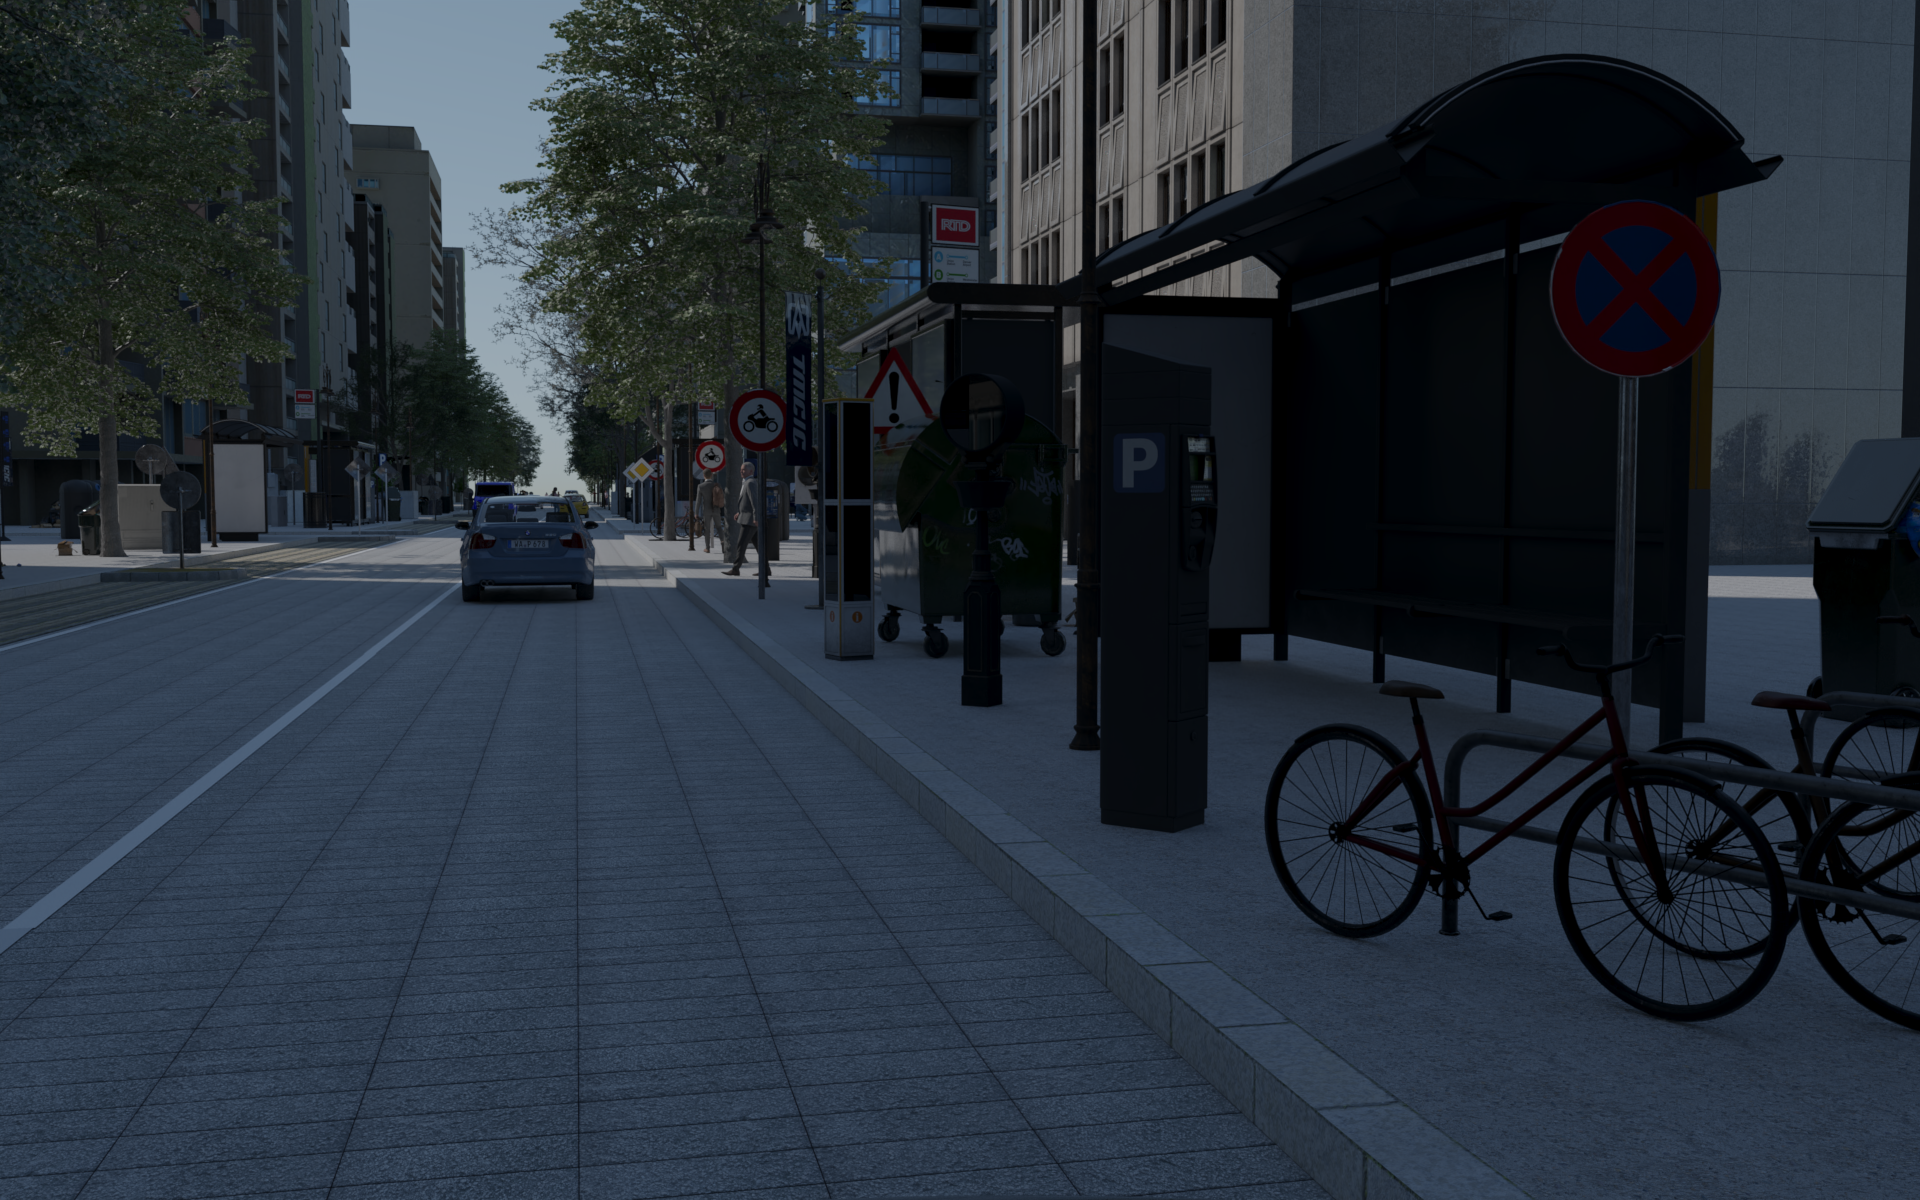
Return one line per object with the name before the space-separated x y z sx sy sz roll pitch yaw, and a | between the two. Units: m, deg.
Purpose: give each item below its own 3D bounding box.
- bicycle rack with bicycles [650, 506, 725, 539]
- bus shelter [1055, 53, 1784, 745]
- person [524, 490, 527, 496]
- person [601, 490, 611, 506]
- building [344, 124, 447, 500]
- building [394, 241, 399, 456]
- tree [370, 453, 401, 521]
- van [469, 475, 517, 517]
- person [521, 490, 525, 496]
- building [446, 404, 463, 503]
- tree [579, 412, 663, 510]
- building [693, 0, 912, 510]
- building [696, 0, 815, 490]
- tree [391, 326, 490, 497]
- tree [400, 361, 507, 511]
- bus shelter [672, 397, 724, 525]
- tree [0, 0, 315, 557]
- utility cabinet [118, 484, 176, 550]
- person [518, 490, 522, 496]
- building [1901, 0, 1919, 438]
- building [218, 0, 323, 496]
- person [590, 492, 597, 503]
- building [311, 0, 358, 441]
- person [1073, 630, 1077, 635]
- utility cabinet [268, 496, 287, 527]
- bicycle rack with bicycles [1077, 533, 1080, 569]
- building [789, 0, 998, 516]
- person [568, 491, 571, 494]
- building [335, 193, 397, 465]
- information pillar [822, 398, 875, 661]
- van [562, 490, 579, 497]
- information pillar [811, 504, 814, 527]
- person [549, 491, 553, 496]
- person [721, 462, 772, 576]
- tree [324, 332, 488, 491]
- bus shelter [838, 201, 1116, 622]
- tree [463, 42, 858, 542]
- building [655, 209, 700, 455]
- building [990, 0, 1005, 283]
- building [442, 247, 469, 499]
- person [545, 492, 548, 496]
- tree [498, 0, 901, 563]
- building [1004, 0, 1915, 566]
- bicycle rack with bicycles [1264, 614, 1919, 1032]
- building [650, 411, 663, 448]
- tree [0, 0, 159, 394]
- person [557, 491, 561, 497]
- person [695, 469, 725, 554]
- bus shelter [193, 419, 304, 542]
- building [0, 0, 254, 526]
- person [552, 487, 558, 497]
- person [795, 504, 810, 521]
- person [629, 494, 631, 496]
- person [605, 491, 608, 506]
bicycle rack with bicycles | -7.594 -2.289 50.802 2.925 0.926 2.852 -1 4 -9
bus shelter | 2.297 -1.026 10.701 2.014 3.302 5.546 -1 4 -12
person | -47.023 -10.922 187.083 0.705 1.824 1.348 3 5 43
person | -39.266 -11.335 192.058 1.217 1.739 0.721 1 4 17
building | -80.322 -37.068 229.768 21.300 48.544 21.600 -1 4 -12
building | -66.171 -24.910 178.987 14.160 30.474 14.107 -1 4 -12
tree | -27.738 -5.381 82.588 1.663 3.219 1.824 0 3 0
van | -22.606 -4.882 84.201 2.240 2.365 5.245 -1 4 -12
person | -37.762 -8.618 149.541 0.705 1.807 1.348 0 4 -4
building | -88.544 -25.097 255.370 27.650 21.520 28.899 -1 4 -12
tree | -22.311 -10.164 116.550 4.737 8.622 4.395 0 3 0
building | -19.472 -53.611 189.214 22.319 86.520 31.000 -1 4 -12
building | -11.346 -32.232 150.689 21.300 48.544 21.600 -1 4 -12
tree | -34.764 -12.191 117.456 7.486 12.596 7.792 0 3 0
tree | -37.830 -12.424 128.889 9.928 11.665 9.643 0 3 0
bus shelter | -10.655 -5.597 69.142 2.179 5.291 8.768 -1 4 -12
tree | -17.080 -7.127 34.652 7.486 12.596 7.792 0 3 0
utility cabinet | -18.394 -1.867 39.201 1.173 1.500 0.318 -2 4 -28
person | -45.937 -10.557 181.195 1.350 1.814 0.705 3 4 37
building | 32.865 -15.542 47.613 24.014 27.812 14.314 -1 4 -12
building | -49.163 -26.071 109.850 14.154 41.232 14.086 -1 4 -12
person | -50.828 -14.372 240.982 1.348 1.831 0.705 0 4 -7
building | -64.896 -33.765 141.293 28.713 52.752 27.495 -1 4 -12
person | 1.383 -0.625 15.624 0.474 1.900 0.648 -2 4 -32
utility cabinet | -26.904 -3.504 68.449 0.306 1.237 1.020 0 4 -2
bicycle rack with bicycles | 3.028 -0.946 28.850 2.852 0.926 2.925 0 4 2
building | -1.785 -48.720 109.238 22.319 86.520 31.000 -1 4 -12
person | -39.666 -10.220 176.319 1.217 1.743 0.721 -3 5 -43
building | -62.065 -24.015 164.346 14.160 30.474 14.107 -1 4 -12
information pillar | -0.862 -0.546 13.412 0.304 2.012 0.304 -2 4 -30
van | -40.420 -10.607 180.442 2.013 2.044 4.112 -1 4 -11
information pillar | -5.539 -3.798 66.582 0.304 2.012 0.304 -2 4 -30
person | -44.917 -11.162 191.076 1.350 1.814 0.705 -3 5 -41
person | -3.341 -1.254 26.950 0.834 1.777 0.661 -1 4 -19
tree | -32.055 -10.092 99.424 8.767 10.594 7.601 -1 4 -18
bus shelter | -0.208 -2.685 21.531 2.179 5.291 8.768 -1 4 -12
tree | -8.042 -8.350 46.897 12.009 13.543 11.850 0 3 0
building | -35.404 -34.429 246.505 14.154 41.232 14.086 -1 4 -12
building | 9.932 -26.559 84.347 14.200 45.320 14.600 -1 4 -12
building | -86.744 -36.336 277.690 14.154 41.232 14.086 -1 4 -12
person | -69.391 -17.217 290.657 0.621 1.740 0.551 2 4 35
tree | -4.557 -6.943 31.649 7.486 12.596 7.792 0 3 0
building | 9.246 -13.548 39.531 12.078 24.808 19.932 -1 4 -12
bicycle rack with bicycles | 2.616 0.540 4.552 2.852 0.926 2.925 -2 4 -31
building | -33.989 -25.954 269.392 27.650 21.520 28.899 -1 4 -12
tree | -14.132 -6.890 19.305 9.857 13.997 8.962 0 3 0
person | -44.893 -11.289 193.793 1.217 1.735 0.721 -2 4 -29
person | -5.387 -1.922 37.429 0.622 1.834 0.822 -2 4 -27
bus shelter | -20.101 -3.382 49.216 2.014 3.302 5.546 -1 4 -13
building | -46.236 -26.032 80.254 22.147 44.769 28.867 -1 4 -12
person | -22.306 -5.333 95.709 0.555 1.821 0.388 3 5 40
person | -7.369 -4.263 81.237 0.738 1.151 1.012 0 4 -4
person | -49.588 -15.647 261.949 0.705 1.814 1.350 2 4 25
person | -38.142 -10.973 186.384 0.436 1.711 0.756 -2 4 -32
